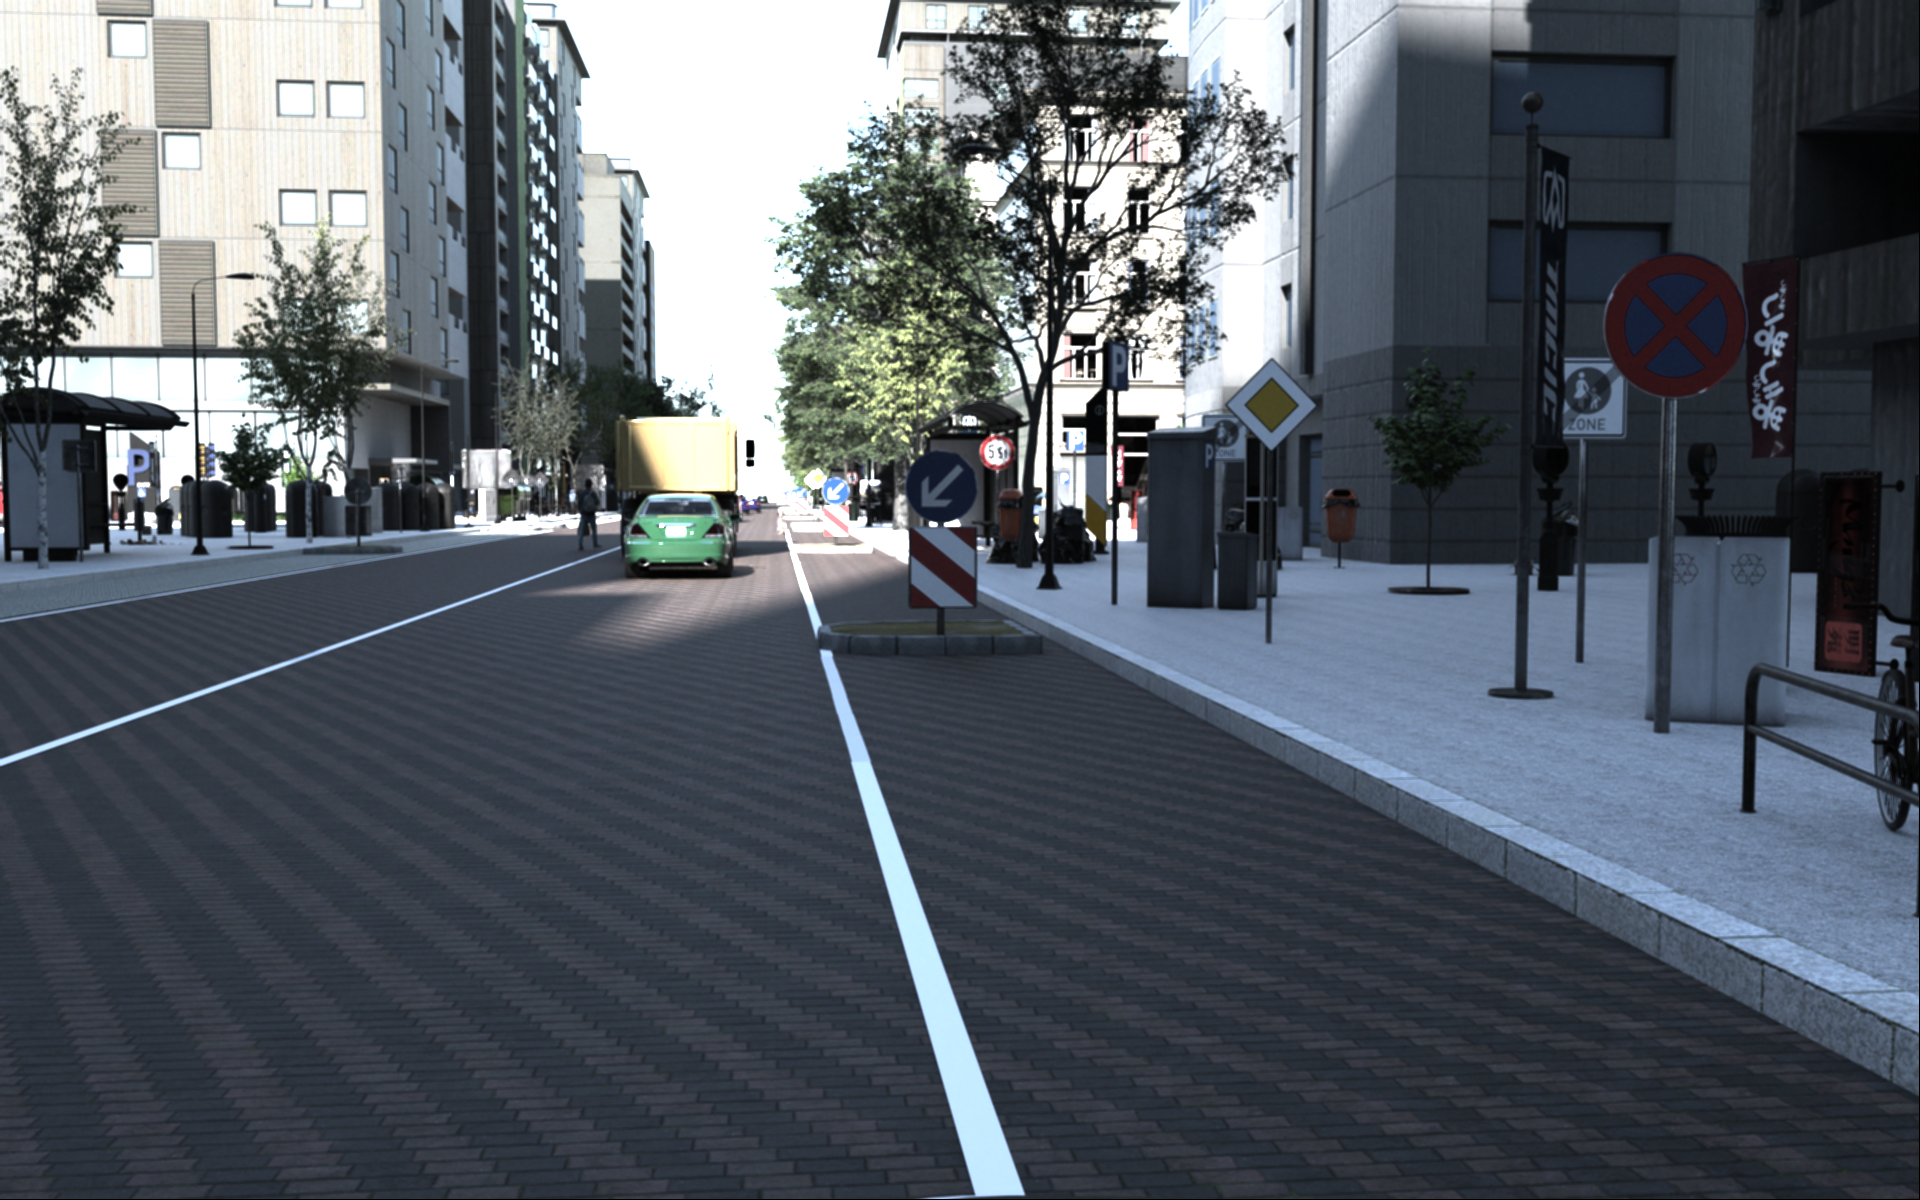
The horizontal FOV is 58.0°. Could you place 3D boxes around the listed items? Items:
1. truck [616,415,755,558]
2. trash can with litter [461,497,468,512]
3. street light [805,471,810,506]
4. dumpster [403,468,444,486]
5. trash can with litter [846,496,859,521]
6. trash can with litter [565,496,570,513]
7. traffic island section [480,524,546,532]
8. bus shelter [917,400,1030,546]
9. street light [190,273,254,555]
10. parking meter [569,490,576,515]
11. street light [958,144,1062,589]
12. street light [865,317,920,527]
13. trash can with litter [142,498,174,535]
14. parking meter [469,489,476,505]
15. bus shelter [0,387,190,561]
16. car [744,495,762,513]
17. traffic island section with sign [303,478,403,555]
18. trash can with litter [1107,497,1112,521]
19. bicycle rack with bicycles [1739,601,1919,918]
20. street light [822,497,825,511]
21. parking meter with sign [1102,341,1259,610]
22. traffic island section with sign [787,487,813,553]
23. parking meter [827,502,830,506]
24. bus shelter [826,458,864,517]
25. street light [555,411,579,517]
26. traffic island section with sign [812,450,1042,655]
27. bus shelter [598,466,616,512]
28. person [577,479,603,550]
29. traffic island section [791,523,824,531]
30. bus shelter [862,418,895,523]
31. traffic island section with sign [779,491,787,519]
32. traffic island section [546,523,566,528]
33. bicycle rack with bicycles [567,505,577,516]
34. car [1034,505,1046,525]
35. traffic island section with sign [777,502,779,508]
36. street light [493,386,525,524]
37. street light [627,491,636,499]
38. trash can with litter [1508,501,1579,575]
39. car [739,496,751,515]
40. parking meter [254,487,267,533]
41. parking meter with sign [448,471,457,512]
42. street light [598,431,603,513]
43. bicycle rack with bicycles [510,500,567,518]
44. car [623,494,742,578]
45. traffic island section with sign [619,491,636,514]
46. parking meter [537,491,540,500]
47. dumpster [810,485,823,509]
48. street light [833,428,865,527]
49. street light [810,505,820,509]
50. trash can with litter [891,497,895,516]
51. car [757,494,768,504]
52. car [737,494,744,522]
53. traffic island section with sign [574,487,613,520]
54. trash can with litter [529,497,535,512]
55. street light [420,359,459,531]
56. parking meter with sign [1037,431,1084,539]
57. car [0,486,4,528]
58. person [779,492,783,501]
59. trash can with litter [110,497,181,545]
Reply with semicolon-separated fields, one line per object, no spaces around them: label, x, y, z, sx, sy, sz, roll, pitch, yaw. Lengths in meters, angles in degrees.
truck;-6.765;-2.850;42.529;3.469;3.379;9.791;0;4;-7
trash can with litter;-35.095;-6.831;123.079;1.055;1.170;0.624;2;4;34
street light;-10.584;-9.496;127.803;1.470;5.913;1.316;0;4;-6
dumpster;-20.082;-3.813;64.842;1.502;2.255;1.985;0;4;-6
trash can with litter;-5.040;-4.270;81.199;0.624;1.170;1.055;0;4;-3
trash can with litter;-25.989;-6.432;116.547;0.624;1.170;1.055;3;4;36
traffic island section;-17.208;-2.709;66.569;2.009;0.180;2.903;0;4;-6
bus shelter;0.245;-2.822;40.058;2.014;3.302;5.546;0;4;-6
street light;-15.545;-3.914;36.527;1.470;5.913;1.316;0;4;-6
parking meter;-23.253;-5.847;104.010;0.372;1.533;0.369;0;3;0
street light;0.669;-3.100;23.225;1.470;5.913;1.316;0;4;-6
street light;-1.656;-4.465;45.538;1.470;5.913;1.316;0;4;-6
trash can with litter;-25.365;-2.645;54.636;1.055;1.170;0.624;-1;4;-20
parking meter;-27.550;-5.628;97.731;0.399;1.863;0.255;-2;4;-29
bus shelter;-17.719;-2.541;35.477;2.014;3.302;5.546;0;4;-6
car;-16.027;-7.279;131.594;1.945;1.354;3.894;0;4;-5
traffic island section with sign;-14.549;-2.021;41.679;1.989;1.847;2.006;0;4;-6
trash can with litter;7.140;-4.418;83.626;0.624;1.170;1.055;-2;4;-34
bicycle rack with bicycles;4.081;0.445;6.107;2.852;0.926;2.925;1;4;9
street light;-5.695;-6.736;82.679;1.470;5.913;1.316;0;4;-6
parking meter with sign;2.508;-1.427;19.596;1.738;3.016;0.543;2;4;30
traffic island section with sign;-3.231;-2.115;43.211;1.989;1.847;2.006;0;4;-6
parking meter;-8.666;-6.562;115.698;0.372;1.533;0.369;0;3;0
bus shelter;-6.677;-6.503;100.248;2.014;3.302;5.546;0;4;-6
street light;-22.027;-7.615;97.038;1.470;5.913;1.316;0;4;-6
traffic island section with sign;-0.352;-0.476;16.410;1.989;1.847;2.006;0;4;-6
bus shelter;-25.754;-7.928;123.538;2.014;3.302;5.546;0;4;-6
person;-9.525;-2.185;44.209;0.794;1.824;0.713;2;4;31
traffic island section;-5.533;-2.785;67.811;2.009;0.180;2.903;0;4;-6
bus shelter;-3.413;-6.320;80.970;2.179;5.291;8.768;0;4;-6
traffic island section with sign;-9.157;-5.496;98.486;1.989;1.847;2.006;0;4;-6
traffic island section;-18.059;-3.194;74.509;2.009;0.180;2.903;0;4;-6
bicycle rack with bicycles;-24.197;-5.413;101.880;2.925;0.926;2.852;-1;4;-16
car;1.990;-3.772;71.267;3.694;1.707;1.945;0;4;-7
traffic island section with sign;-12.028;-7.135;125.289;1.989;1.847;2.006;0;4;-6
street light;-19.439;-6.251;74.745;1.470;5.913;1.316;0;4;-6
street light;-26.688;-10.344;141.662;1.470;5.913;1.316;0;4;-6
trash can with litter;9.215;-0.976;27.349;1.055;1.170;0.624;1;4;20
car;-15.337;-6.521;119.194;1.945;1.354;3.894;0;4;-7
parking meter;-23.359;-3.021;57.808;0.372;1.533;0.369;0;3;0
parking meter with sign;-35.398;-7.627;120.959;0.543;3.016;1.738;-1;4;-14
street light;-24.274;-8.980;119.359;1.470;5.913;1.316;0;4;-6
bicycle rack with bicycles;-22.871;-4.816;92.131;2.852;0.926;2.925;0;4;3
car;-4.983;-1.174;30.996;2.131;1.459;4.920;0;4;-7
traffic island section with sign;-23.378;-7.058;124.019;1.989;1.847;2.006;0;4;-6
parking meter;-33.617;-7.926;137.997;0.372;1.533;0.369;0;3;0
dumpster;-12.151;-8.957;148.932;1.502;2.255;1.985;0;4;-6
street light;-4.115;-5.828;67.836;1.470;5.913;1.316;0;4;-6
street light;-8.239;-8.132;105.493;1.470;5.913;1.316;0;4;-6
trash can with litter;-2.460;-3.917;75.429;1.055;1.170;0.624;1;4;12
car;-29.509;-15.223;258.687;2.009;1.686;4.222;0;4;-5
car;-12.331;-4.937;89.390;2.281;1.827;5.304;0;4;-5
traffic island section with sign;-20.452;-5.387;96.709;1.989;1.847;2.006;0;4;-6
trash can with litter;-30.381;-6.868;123.681;1.055;1.170;0.624;-2;4;-23
street light;-17.886;-5.319;59.502;1.470;5.913;1.316;0;4;-6
parking meter with sign;2.762;-3.202;48.621;0.543;3.016;1.738;-2;4;-29
car;-40.162;-3.696;69.100;5.304;1.827;2.281;0;4;-7
person;-30.248;-17.406;293.907;1.217;1.723;0.721;1;4;12
trash can with litter;-21.033;-2.052;44.602;1.678;1.210;2.233;-2;4;-27
